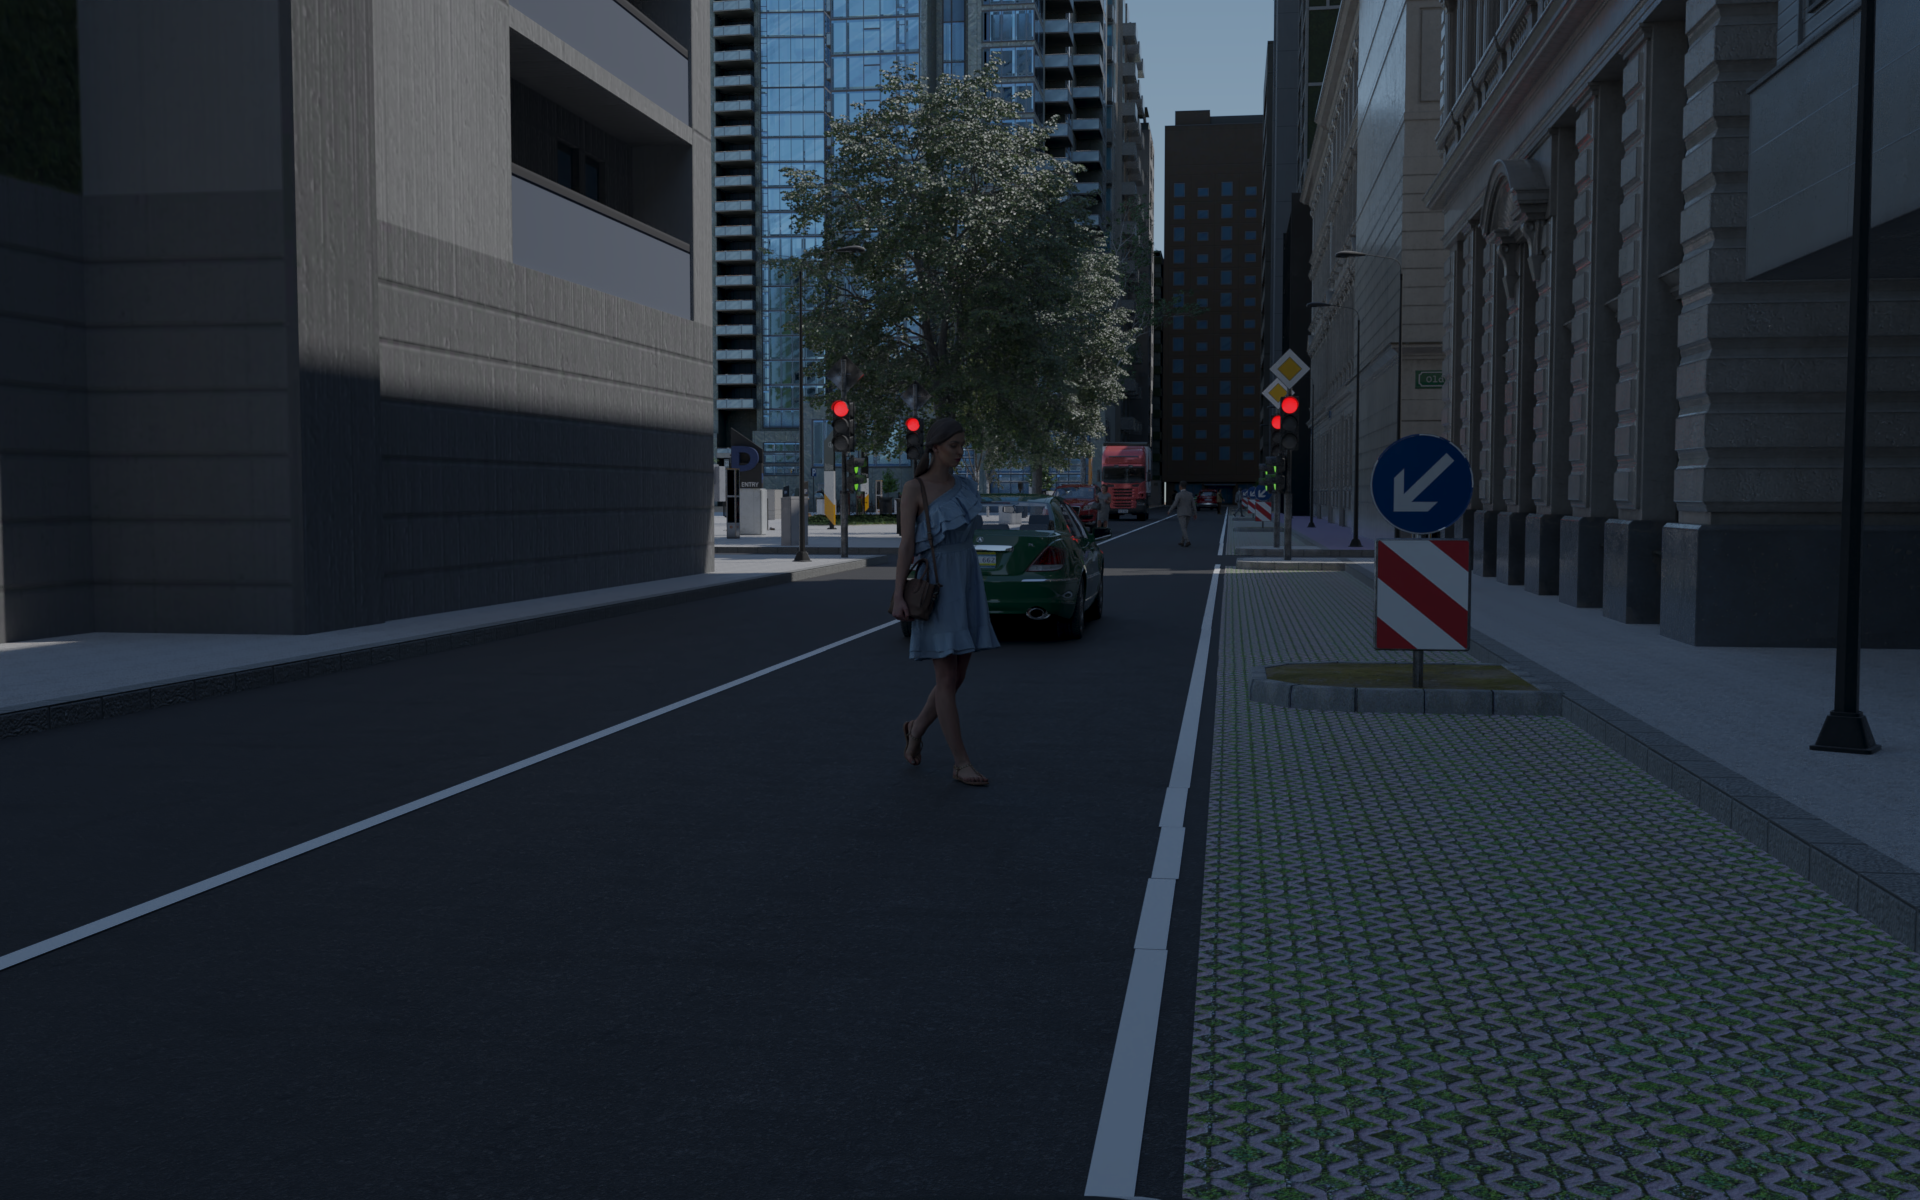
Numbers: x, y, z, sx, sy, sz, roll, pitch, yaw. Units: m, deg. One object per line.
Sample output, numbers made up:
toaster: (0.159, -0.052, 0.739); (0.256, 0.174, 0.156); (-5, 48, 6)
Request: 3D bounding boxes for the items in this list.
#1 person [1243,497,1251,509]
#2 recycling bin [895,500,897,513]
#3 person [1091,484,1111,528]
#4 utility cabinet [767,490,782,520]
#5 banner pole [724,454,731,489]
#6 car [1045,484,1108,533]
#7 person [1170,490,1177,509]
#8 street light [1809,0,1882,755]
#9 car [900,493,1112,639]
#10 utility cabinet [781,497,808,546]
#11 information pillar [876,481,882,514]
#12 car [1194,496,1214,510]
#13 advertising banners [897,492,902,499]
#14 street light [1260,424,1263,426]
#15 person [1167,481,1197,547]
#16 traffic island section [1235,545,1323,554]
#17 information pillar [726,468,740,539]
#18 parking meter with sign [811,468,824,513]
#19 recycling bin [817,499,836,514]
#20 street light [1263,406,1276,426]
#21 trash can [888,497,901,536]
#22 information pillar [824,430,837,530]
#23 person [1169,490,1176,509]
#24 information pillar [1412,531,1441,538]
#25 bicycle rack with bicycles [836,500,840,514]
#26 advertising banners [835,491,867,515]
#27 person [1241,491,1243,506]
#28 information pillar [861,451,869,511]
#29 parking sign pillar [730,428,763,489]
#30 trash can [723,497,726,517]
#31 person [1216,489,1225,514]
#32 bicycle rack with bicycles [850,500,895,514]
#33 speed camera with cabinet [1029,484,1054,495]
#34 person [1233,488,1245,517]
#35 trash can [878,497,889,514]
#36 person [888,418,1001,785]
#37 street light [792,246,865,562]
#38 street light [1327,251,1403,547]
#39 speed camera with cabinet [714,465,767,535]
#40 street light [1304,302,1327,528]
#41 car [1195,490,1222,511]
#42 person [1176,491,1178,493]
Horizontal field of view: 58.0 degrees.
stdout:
person: (24.374, -8.549, 148.285); (1.348, 1.824, 0.705); (-3, 4, -39)
recycling bin: (-3.284, -5.138, 96.554); (0.722, 1.027, 0.722); (0, 4, -2)
person: (4.857, -3.123, 59.912); (0.716, 1.782, 0.532); (1, 4, 20)
utility cabinet: (-9.518, -4.871, 88.324); (0.318, 1.500, 1.173); (2, 4, 28)
banner pole: (-14.521, -7.255, 108.639); (0.863, 3.779, 0.401); (3, 5, 43)
car: (4.355, -3.428, 64.717); (2.281, 1.827, 5.304); (1, 4, 11)
person: (20.423, -9.512, 164.037); (1.348, 1.821, 0.705); (2, 4, 33)
street light: (3.914, -2.206, 8.610); (1.470, 5.913, 1.316); (1, 4, 9)
car: (0.533, -0.420, 18.659); (2.131, 1.459, 4.920); (1, 4, 9)
utility cabinet: (-4.149, -1.971, 43.393); (0.306, 1.237, 1.020); (1, 4, 20)
information pillar: (-4.383, -5.463, 93.811); (0.304, 2.012, 0.304); (0, 4, 7)
car: (22.110, -9.078, 157.213); (1.959, 1.807, 4.718); (1, 4, 10)
advertising banners: (-3.198, -7.310, 115.709); (2.074, 3.025, 0.090); (-1, 4, -13)
street light: (20.669, -8.740, 115.441); (1.470, 5.913, 1.316); (1, 4, 9)
person: (6.097, -2.349, 47.176); (0.678, 1.792, 0.850); (-2, 4, -25)
traffic island section: (7.612, -1.177, 41.531); (2.009, 0.180, 2.903); (1, 4, 9)
information pillar: (-6.518, -2.768, 49.744); (0.304, 2.012, 0.304); (1, 4, 16)
parking meter with sign: (-9.152, -7.354, 116.496); (1.738, 3.016, 0.543); (2, 4, 28)
recycling bin: (-6.357, -4.274, 82.438); (0.722, 1.027, 0.722); (-2, 4, -27)
street light: (16.878, -7.262, 91.279); (1.470, 5.913, 1.316); (1, 4, 9)
trash can: (-1.638, -2.522, 52.894); (0.748, 1.137, 0.748); (0, 3, 0)
information pillar: (-4.709, -4.367, 62.750); (0.504, 3.616, 0.183); (3, 5, 39)
person: (20.737, -9.762, 168.113); (0.705, 1.822, 1.348); (2, 4, 35)
information pillar: (6.489, -1.198, 24.077); (0.304, 2.012, 0.304); (3, 5, 45)
bicycle rack with bicycles: (-7.666, -5.933, 110.384); (2.925, 0.926, 2.852); (2, 4, 30)
advertising banners: (-5.110, -4.967, 77.403); (2.074, 3.025, 0.090); (1, 4, 23)
person: (26.945, -9.531, 165.051); (1.217, 1.743, 0.721); (3, 4, 38)
information pillar: (-5.038, -6.111, 91.270); (0.504, 3.616, 0.183); (-3, 5, -41)
parking sign pillar: (-8.643, -4.998, 70.194); (1.447, 3.967, 1.447); (0, 4, 2)
trash can: (-12.695, -5.097, 94.984); (0.748, 1.137, 0.748); (0, 3, 0)
person: (18.437, -6.993, 122.931); (0.705, 1.812, 1.348); (-1, 4, -13)
bicycle rack with bicycles: (-4.985, -5.468, 102.790); (2.925, 0.926, 2.852); (1, 4, 11)
speed camera with cabinet: (4.880, -6.517, 100.892); (0.660, 3.252, 2.038); (3, 5, 44)
person: (17.500, -6.108, 108.474); (0.850, 1.850, 0.679); (-1, 4, -10)
trash can: (-3.534, -4.332, 82.482); (0.748, 1.137, 0.748); (0, 3, 0)
person: (-0.124, -0.008, 8.720); (0.616, 1.811, 0.778); (-2, 4, -35)
street light: (-2.465, -3.676, 32.638); (1.470, 5.913, 1.316); (1, 4, 9)
street light: (7.862, -3.709, 33.182); (1.470, 5.913, 1.316); (1, 4, 9)
speed camera with cabinet: (-7.099, -3.663, 54.233); (2.038, 3.252, 0.660); (1, 4, 12)
street light: (9.080, -4.248, 41.994); (1.470, 5.913, 1.316); (1, 4, 9)
car: (21.100, -8.468, 147.117); (2.281, 1.827, 5.304); (1, 4, 8)
person: (21.246, -9.875, 170.671); (0.721, 1.736, 1.217); (1, 4, 8)
